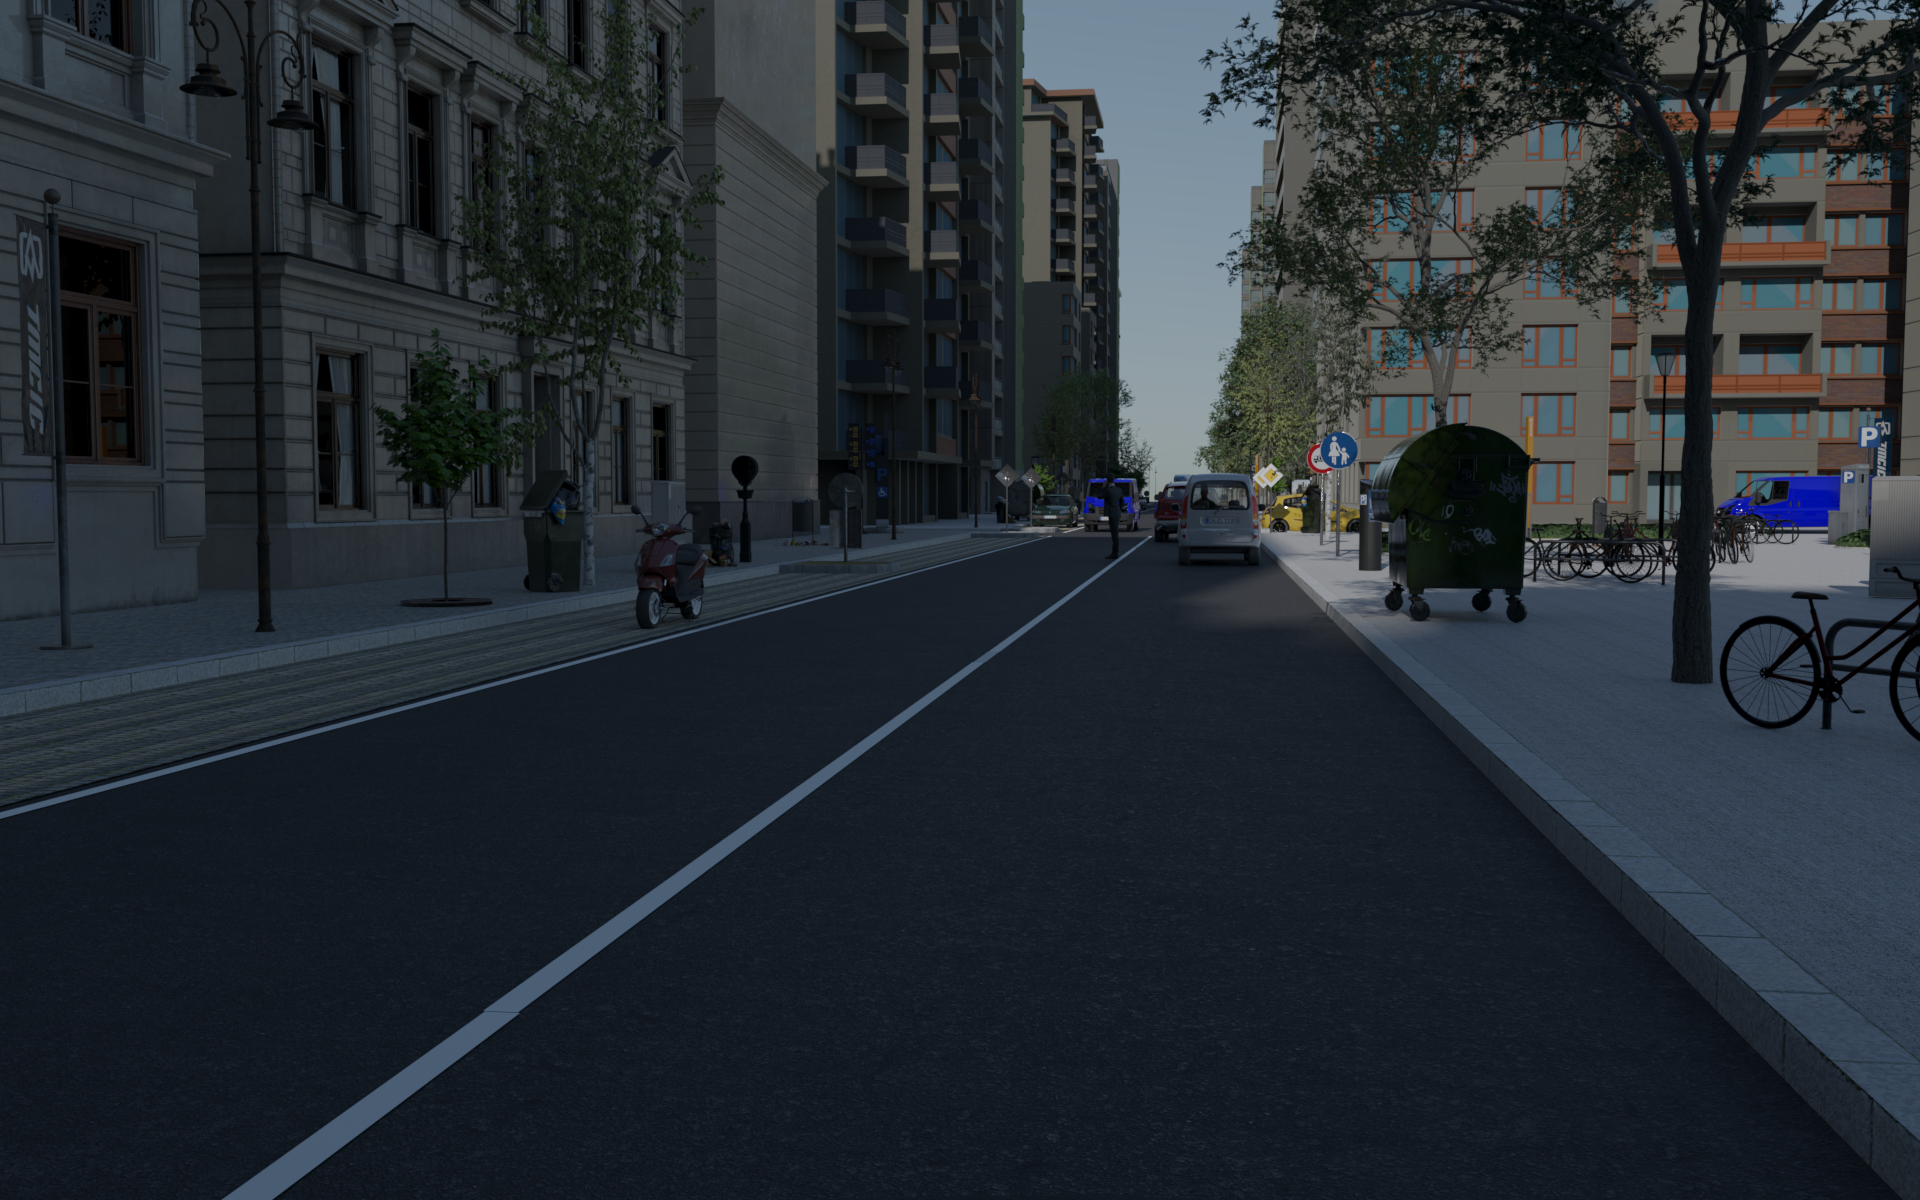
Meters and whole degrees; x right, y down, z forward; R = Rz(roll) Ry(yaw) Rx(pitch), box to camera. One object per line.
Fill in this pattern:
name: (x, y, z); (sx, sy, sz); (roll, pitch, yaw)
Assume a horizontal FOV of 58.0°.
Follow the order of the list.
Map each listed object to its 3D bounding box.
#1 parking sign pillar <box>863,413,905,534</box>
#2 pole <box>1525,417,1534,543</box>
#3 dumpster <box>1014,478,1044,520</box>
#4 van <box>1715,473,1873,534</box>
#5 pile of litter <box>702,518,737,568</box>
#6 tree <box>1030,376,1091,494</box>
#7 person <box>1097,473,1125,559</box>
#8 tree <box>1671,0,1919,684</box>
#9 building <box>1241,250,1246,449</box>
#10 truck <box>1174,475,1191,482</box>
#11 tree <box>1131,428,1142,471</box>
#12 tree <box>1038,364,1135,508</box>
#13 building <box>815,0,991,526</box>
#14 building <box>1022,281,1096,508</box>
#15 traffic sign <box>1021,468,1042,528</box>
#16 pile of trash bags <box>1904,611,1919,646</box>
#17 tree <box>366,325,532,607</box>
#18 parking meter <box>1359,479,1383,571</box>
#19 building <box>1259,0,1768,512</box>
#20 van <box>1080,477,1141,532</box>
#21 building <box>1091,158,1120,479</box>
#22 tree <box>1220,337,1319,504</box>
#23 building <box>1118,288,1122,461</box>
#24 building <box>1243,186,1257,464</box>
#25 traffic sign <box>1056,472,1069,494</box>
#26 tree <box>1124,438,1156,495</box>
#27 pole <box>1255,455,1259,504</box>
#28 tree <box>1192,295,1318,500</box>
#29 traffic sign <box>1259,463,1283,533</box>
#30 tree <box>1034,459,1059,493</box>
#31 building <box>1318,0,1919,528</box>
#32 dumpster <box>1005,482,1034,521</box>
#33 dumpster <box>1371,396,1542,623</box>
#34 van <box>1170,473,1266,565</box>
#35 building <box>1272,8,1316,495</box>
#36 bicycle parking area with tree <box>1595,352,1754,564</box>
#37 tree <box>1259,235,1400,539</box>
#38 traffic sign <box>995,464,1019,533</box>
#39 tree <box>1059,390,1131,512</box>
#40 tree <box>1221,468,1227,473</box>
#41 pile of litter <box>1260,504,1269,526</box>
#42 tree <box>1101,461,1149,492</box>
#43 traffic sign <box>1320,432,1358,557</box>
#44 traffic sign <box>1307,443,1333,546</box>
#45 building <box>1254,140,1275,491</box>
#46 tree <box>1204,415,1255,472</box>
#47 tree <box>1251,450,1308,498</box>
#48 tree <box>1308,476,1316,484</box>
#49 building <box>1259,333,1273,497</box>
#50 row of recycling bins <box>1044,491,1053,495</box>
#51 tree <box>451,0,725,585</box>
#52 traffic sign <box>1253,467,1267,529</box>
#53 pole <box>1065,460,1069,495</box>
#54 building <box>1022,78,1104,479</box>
parking sign pillar: (-2.549, -4.181, 56.835); (1.447, 3.967, 1.447); (0, 4, -2)
pole: (14.992, -3.170, 45.680); (0.158, 3.312, 0.155); (0, 3, 0)
dumpster: (3.266, -4.994, 84.142); (1.502, 2.255, 1.985); (1, 4, 8)
van: (28.449, -3.326, 58.765); (5.245, 2.365, 2.240); (0, 4, 7)
pile of litter: (-4.506, -1.035, 30.884); (1.176, 0.858, 1.719); (0, 4, 5)
tree: (6.147, -9.682, 108.666); (4.737, 8.622, 4.395); (0, 3, 0)
person: (3.328, -1.863, 38.327); (0.474, 1.900, 0.648); (2, 4, 28)
tree: (4.686, -4.707, 11.365); (7.601, 10.594, 8.767); (-2, 4, -29)
building: (53.695, -36.961, 287.900); (14.154, 41.232, 14.086); (1, 4, 8)
truck: (31.438, -15.552, 244.031); (2.967, 4.110, 18.799); (0, 4, 8)
tree: (16.776, -13.918, 177.927); (4.360, 8.622, 3.978); (0, 3, 0)
tree: (10.022, -12.949, 137.472); (9.928, 11.665, 9.643); (0, 3, 0)
building: (-10.219, -26.221, 83.344); (22.147, 44.769, 28.867); (1, 4, 8)
building: (-2.424, -19.095, 157.237); (27.650, 21.520, 28.899); (1, 4, 8)
traffic sign: (2.697, -3.785, 65.532); (0.795, 2.450, 0.064); (1, 4, 8)
pile of trash bags: (9.846, -0.304, 14.728); (3.447, 1.369, 1.912); (-2, 4, -28)
tree: (-6.089, -1.557, 20.059); (1.663, 3.219, 1.824); (0, 3, 0)
parking meter: (6.872, -1.258, 28.985); (0.372, 1.533, 0.369); (0, 3, 0)
building: (37.491, -26.206, 120.345); (32.217, 40.220, 23.993); (1, 4, 8)
van: (5.896, -3.833, 67.051); (2.240, 2.365, 5.245); (1, 4, 9)
building: (11.560, -31.978, 206.426); (14.154, 41.232, 14.086); (1, 4, 8)
tree: (14.826, -8.050, 81.975); (4.737, 8.622, 4.395); (0, 3, 0)
building: (13.900, -36.490, 288.490); (32.217, 40.220, 23.993); (1, 4, 8)
building: (45.600, -33.476, 230.921); (14.154, 41.232, 14.086); (1, 4, 8)
traffic sign: (5.976, -6.176, 101.086); (0.768, 2.556, 0.104); (1, 4, 12)
tree: (23.743, -16.990, 228.155); (4.737, 8.622, 4.395); (0, 3, 0)
pole: (15.455, -5.889, 90.135); (0.158, 3.312, 0.155); (0, 3, 0)
tree: (18.079, -11.114, 98.726); (9.611, 12.733, 9.660); (0, 3, 0)
traffic sign: (10.116, -3.226, 56.384); (0.795, 2.450, 0.064); (1, 4, 8)
tree: (4.271, -6.051, 93.540); (1.663, 3.219, 1.824); (0, 3, 0)
building: (31.223, -14.113, 75.792); (28.899, 21.520, 27.650); (1, 4, 8)
dumpster: (2.808, -4.663, 81.994); (1.264, 1.857, 1.865); (1, 4, 8)
dumpster: (5.142, -0.953, 18.079); (1.502, 2.255, 1.985); (1, 4, 8)
van: (5.415, -1.791, 36.295); (2.013, 2.044, 4.112); (0, 4, 8)
building: (39.199, -32.450, 154.259); (21.300, 48.544, 21.600); (1, 4, 8)
bicycle parking area with tree: (16.786, -2.898, 34.389); (8.231, 4.147, 9.016); (2, 4, 33)
tree: (10.520, -6.056, 49.375); (4.360, 8.622, 3.978); (0, 3, 0)
traffic sign: (1.562, -3.302, 57.628); (0.795, 2.450, 0.064); (1, 4, 8)
tree: (8.776, -10.402, 120.437); (4.360, 8.622, 3.978); (0, 3, 0)
tree: (40.219, -18.856, 258.650); (4.360, 8.622, 3.978); (0, 3, 0)
pile of litter: (12.494, -3.433, 70.098); (1.176, 0.858, 1.719); (1, 4, 14)
tree: (15.219, -11.232, 167.362); (4.285, 4.588, 4.351); (0, 3, 0)
traffic sign: (7.742, -2.160, 35.429); (0.768, 2.556, 0.104); (1, 4, 18)
traffic sign: (9.011, -2.629, 43.097); (0.768, 2.556, 0.104); (1, 4, 9)
building: (42.140, -31.705, 201.974); (14.154, 41.232, 14.086); (1, 4, 8)
tree: (34.945, -18.089, 221.516); (9.928, 11.665, 9.643); (0, 3, 0)
tree: (13.932, -4.995, 76.273); (1.663, 3.219, 1.824); (0, 3, 0)
tree: (20.936, -6.783, 105.504); (1.663, 3.219, 1.824); (0, 3, 0)
building: (45.226, -20.515, 180.464); (27.650, 21.520, 28.899); (1, 4, 8)
row of recycling bins: (5.532, -7.798, 134.607); (3.534, 1.692, 1.069); (1, 4, 18)
tree: (-5.304, -4.534, 24.494); (4.737, 8.622, 4.395); (0, 3, 0)
traffic sign: (11.251, -3.709, 64.289); (0.795, 2.450, 0.064); (1, 4, 8)
pole: (6.392, -6.707, 103.507); (0.158, 3.312, 0.155); (0, 3, 0)
building: (3.877, -32.479, 185.656); (22.147, 44.769, 28.867); (1, 4, 8)
